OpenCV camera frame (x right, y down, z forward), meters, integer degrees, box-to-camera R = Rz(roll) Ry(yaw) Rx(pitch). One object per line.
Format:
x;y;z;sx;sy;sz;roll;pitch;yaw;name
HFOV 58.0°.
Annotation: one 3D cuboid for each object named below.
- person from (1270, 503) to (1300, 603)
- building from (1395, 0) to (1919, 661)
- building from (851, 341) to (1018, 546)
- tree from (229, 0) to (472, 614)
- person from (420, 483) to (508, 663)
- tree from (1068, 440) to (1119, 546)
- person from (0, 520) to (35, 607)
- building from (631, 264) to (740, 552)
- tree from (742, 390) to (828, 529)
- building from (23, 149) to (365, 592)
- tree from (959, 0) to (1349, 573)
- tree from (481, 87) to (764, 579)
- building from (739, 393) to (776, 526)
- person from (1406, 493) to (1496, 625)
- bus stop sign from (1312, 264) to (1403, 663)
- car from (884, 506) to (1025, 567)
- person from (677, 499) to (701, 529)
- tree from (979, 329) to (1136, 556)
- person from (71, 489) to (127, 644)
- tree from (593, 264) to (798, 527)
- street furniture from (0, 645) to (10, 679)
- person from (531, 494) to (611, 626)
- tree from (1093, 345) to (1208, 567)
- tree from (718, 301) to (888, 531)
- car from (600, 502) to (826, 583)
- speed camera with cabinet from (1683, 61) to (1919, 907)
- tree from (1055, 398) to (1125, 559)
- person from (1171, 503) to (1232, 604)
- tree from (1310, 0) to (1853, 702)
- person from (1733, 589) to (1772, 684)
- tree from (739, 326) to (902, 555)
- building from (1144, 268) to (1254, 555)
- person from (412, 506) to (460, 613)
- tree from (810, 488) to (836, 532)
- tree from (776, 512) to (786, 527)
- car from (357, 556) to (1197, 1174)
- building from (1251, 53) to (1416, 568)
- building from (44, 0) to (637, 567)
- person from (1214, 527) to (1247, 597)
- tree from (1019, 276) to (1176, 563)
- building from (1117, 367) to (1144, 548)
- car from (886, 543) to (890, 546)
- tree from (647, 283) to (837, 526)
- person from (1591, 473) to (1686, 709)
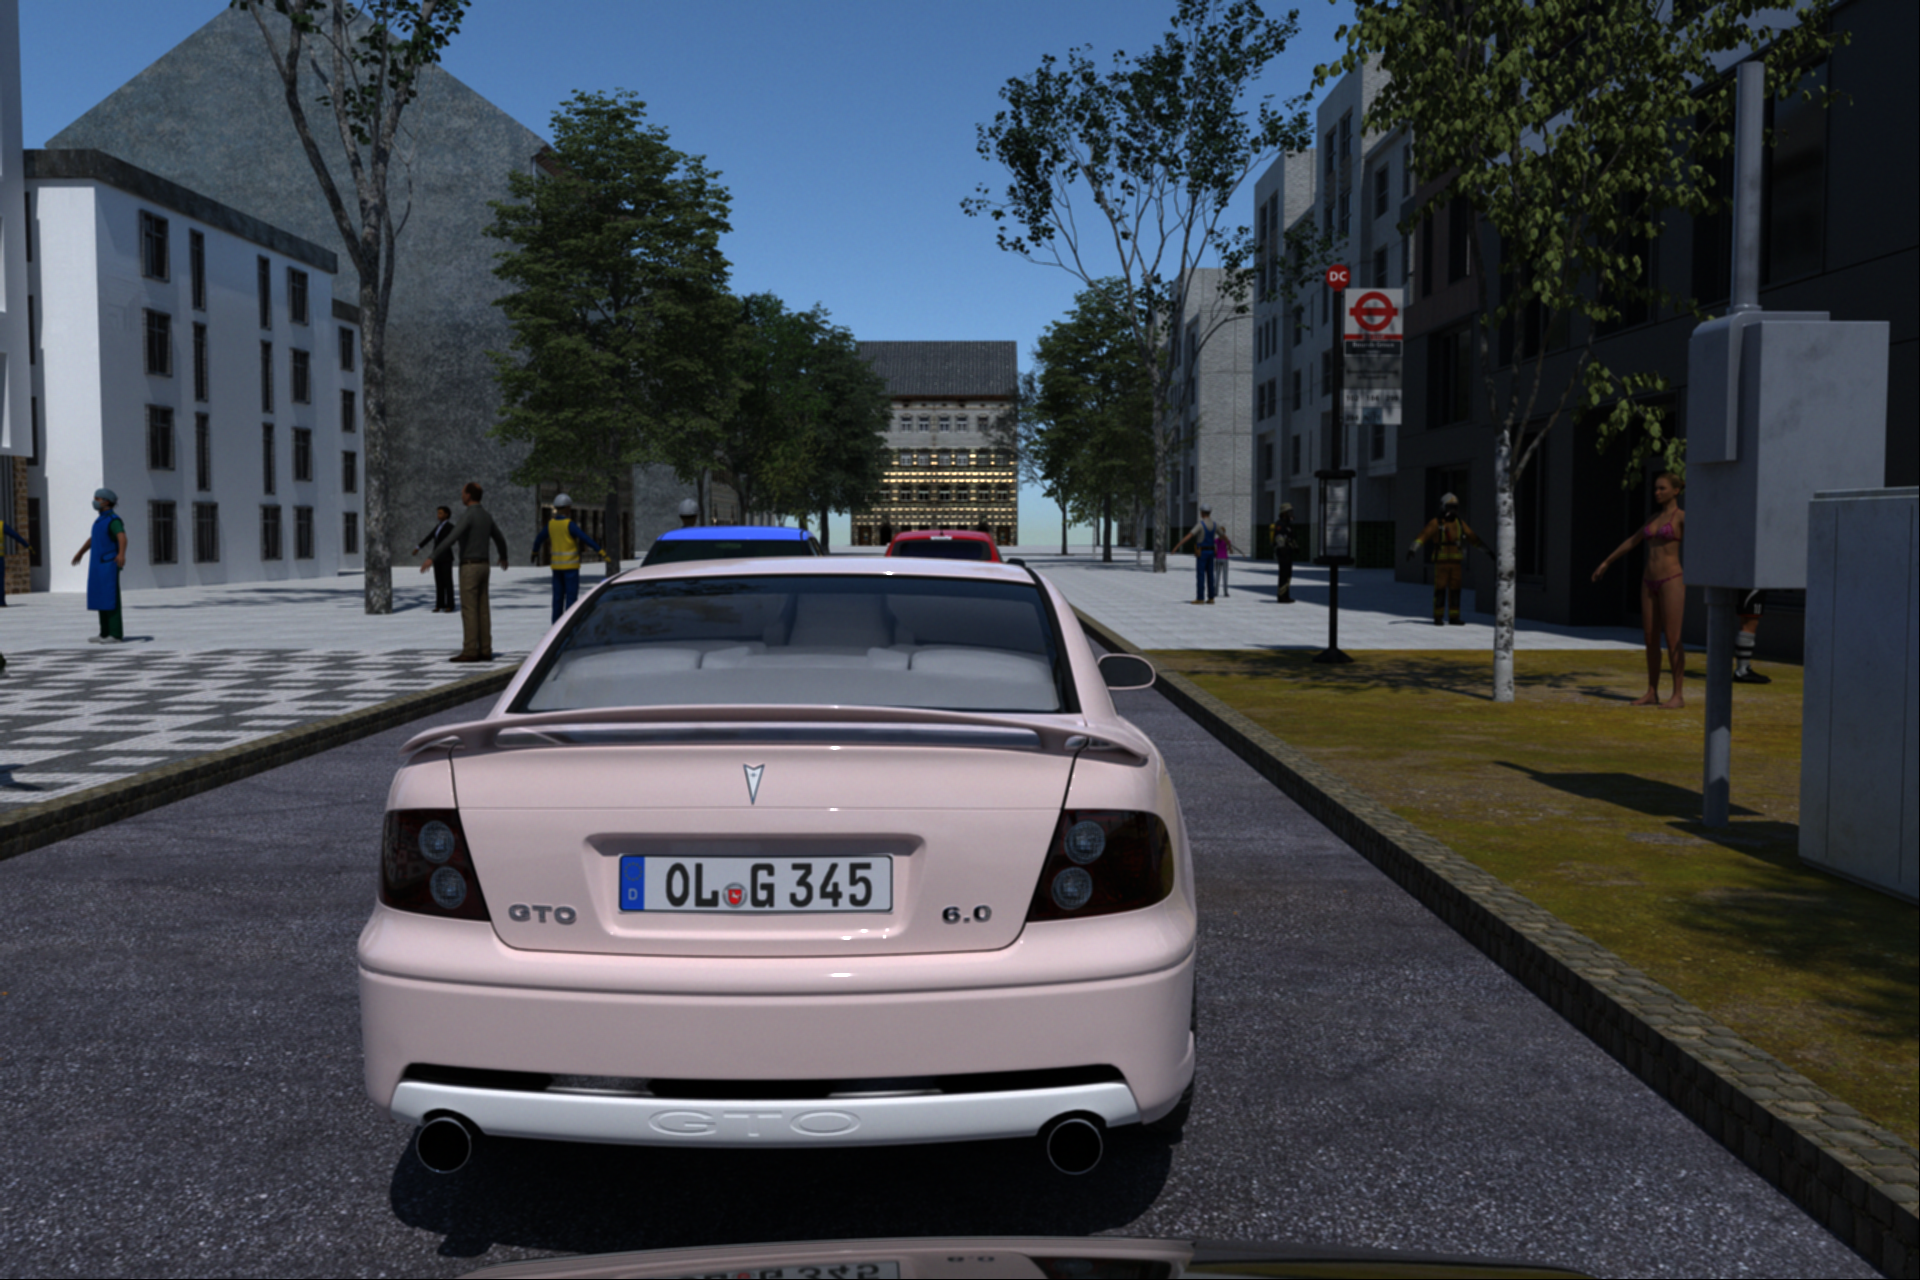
6.067;-1.614;32.167;0.705;1.856;1.354;1;4;22;person
22.342;-11.379;30.016;27.936;21.610;32.646;0;4;0;building
-2.679;-22.172;195.904;18.063;23.208;19.493;0;4;1;building
-10.713;-10.445;26.658;12.611;20.169;13.585;0;3;0;tree
-4.905;-0.681;17.402;0.705;1.796;1.348;1;4;20;person
15.632;-16.657;190.466;7.486;12.596;7.792;0;3;0;tree
-16.925;-1.486;30.269;1.349;1.833;0.705;-2;4;-29;person
-27.148;-18.394;131.677;19.493;23.208;18.063;0;4;-1;building
-8.647;-8.151;83.632;4.737;8.622;4.395;0;3;0;tree
-23.162;-6.720;52.023;9.099;9.664;28.070;0;4;1;building
6.312;-12.221;55.702;12.611;20.169;13.585;0;3;0;tree
-8.684;-7.746;44.772;7.486;12.596;7.792;0;3;0;tree
-26.950;-17.924;159.508;16.747;18.905;31.486;0;4;0;building
6.865;-1.135;24.319;1.354;1.858;0.705;-1;4;-12;person
3.957;-1.746;17.243;0.855;3.939;0.416;0;3;0;bus stop sign
-0.211;-0.829;22.602;2.155;1.783;4.494;0;4;1;car
-2.624;-0.493;16.975;1.216;1.772;0.721;0;4;7;person
6.137;-11.740;102.325;12.009;13.543;11.850;0;3;0;tree
-10.076;-0.872;20.386;1.347;1.817;0.704;3;5;42;person
-9.193;-7.666;59.751;7.601;10.594;8.767;-2;4;-32;tree
-13.632;0.092;14.119;10.072;0.657;5.734;1;4;13;street furniture
-4.792;-0.903;21.230;1.216;1.772;0.721;2;4;27;person
6.880;-7.207;68.197;4.360;8.622;3.978;0;3;0;tree
-8.591;-11.433;93.591;9.857;13.997;8.962;0;3;0;tree
-1.726;-0.229;13.329;1.945;1.707;3.694;0;4;0;car
3.533;-0.756;6.703;0.660;3.252;2.038;0;4;-2;speed camera with cabinet
6.802;-8.448;88.486;4.737;8.622;4.395;0;3;0;tree
4.477;-1.581;31.706;1.347;1.847;0.705;-2;4;-28;person
4.239;-3.818;12.794;4.737;8.622;4.395;0;3;0;tree
6.858;-0.540;14.971;0.704;1.843;1.345;1;4;21;person
-8.392;-12.159;105.453;9.857;13.997;8.962;0;3;0;tree
23.252;-15.740;123.804;16.747;18.905;31.486;0;3;0;building
-8.495;-1.319;28.284;1.216;1.740;0.721;2;4;32;person
-15.050;-14.749;191.501;4.360;8.622;3.978;0;3;0;tree
-20.141;-14.948;194.756;4.737;8.622;4.395;0;3;0;tree
-0.364;0.418;5.527;2.083;1.381;4.827;0;4;0;car
23.183;-12.596;72.396;16.747;18.905;31.486;0;4;0;building
-25.533;-14.999;76.162;19.493;23.208;18.063;0;4;1;building
5.359;-1.600;35.419;0.991;1.433;0.599;1;4;18;person
6.222;-9.706;76.821;7.486;12.596;7.792;0;3;0;tree
25.475;-20.650;168.548;19.493;23.208;18.063;0;3;0;building
-2.362;-4.178;80.679;2.083;1.381;4.827;0;4;0;car
-8.819;-8.856;70.558;9.928;11.665;9.643;0;3;0;tree
5.165;-0.369;12.843;0.721;1.733;1.217;-1;4;-23;person
